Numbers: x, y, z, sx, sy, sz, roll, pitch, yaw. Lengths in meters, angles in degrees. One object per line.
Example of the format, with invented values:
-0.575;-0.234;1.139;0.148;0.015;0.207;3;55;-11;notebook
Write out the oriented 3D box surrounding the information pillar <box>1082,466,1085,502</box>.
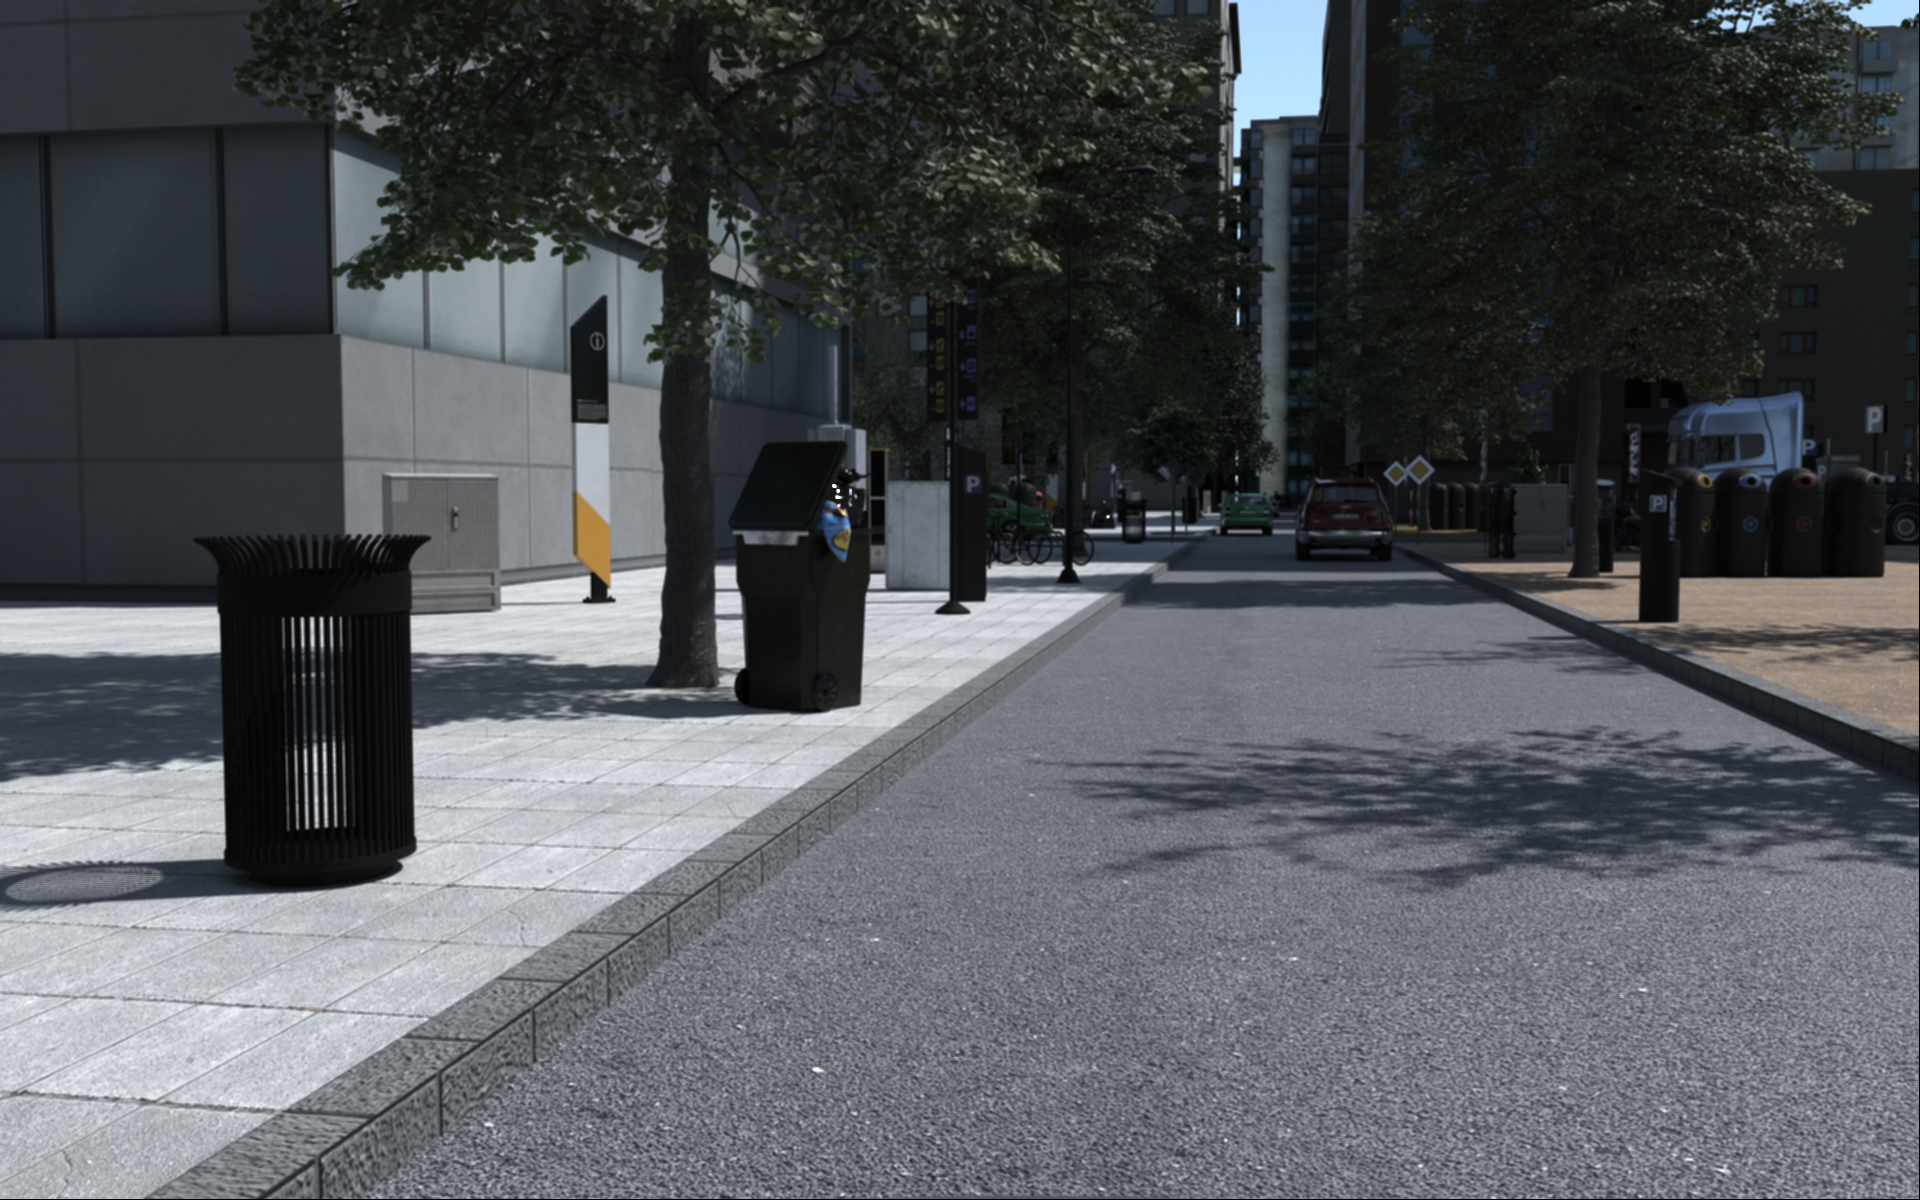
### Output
8.426;-7.677;116.872;0.504;3.616;0.183;1;4;12;information pillar

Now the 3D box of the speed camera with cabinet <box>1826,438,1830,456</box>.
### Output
31.246;-4.081;61.056;0.660;3.252;2.038;-1;4;-18;speed camera with cabinet

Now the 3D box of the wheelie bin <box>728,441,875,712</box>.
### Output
-0.960;-0.157;10.481;0.980;1.594;0.693;2;4;34;wheelie bin

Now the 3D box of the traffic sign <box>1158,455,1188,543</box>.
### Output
5.511;-2.523;44.899;0.795;2.450;0.064;1;4;10;traffic sign

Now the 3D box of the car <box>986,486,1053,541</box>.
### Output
0.306;-2.521;50.007;4.718;1.807;1.959;1;4;9;car

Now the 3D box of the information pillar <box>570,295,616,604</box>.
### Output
-4.318;-1.770;20.297;0.183;3.616;0.504;3;5;41;information pillar

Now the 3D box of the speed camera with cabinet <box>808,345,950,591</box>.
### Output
-0.977;-1.764;23.176;2.038;3.252;0.660;1;4;12;speed camera with cabinet

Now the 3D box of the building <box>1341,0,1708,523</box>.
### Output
25.578;-26.328;80.577;14.600;45.320;14.200;1;4;10;building

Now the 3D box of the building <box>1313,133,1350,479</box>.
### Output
35.982;-22.576;140.812;14.160;30.474;14.107;1;4;10;building

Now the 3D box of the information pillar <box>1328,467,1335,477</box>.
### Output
26.558;-8.096;123.720;0.504;3.616;0.183;1;4;21;information pillar

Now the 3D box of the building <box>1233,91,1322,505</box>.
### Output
49.297;-36.585;217.775;30.456;49.044;23.786;1;4;10;building

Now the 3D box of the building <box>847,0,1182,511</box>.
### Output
8.164;-33.835;142.443;28.713;52.752;27.495;1;4;10;building

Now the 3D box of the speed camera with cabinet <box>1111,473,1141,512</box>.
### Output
11.761;-7.858;122.820;2.038;3.252;0.660;-1;4;-14;speed camera with cabinet

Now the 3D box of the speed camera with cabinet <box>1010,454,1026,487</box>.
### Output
2.518;-5.670;87.047;0.660;3.252;2.038;-2;4;-31;speed camera with cabinet

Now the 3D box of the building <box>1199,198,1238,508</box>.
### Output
18.902;-23.959;163.424;14.160;30.474;14.107;1;4;10;building

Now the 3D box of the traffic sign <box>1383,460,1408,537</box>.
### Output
12.999;-2.937;51.667;0.795;2.450;0.064;1;4;10;traffic sign

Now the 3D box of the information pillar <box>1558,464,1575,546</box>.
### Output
14.887;-2.329;42.570;0.304;2.012;0.304;2;4;35;information pillar

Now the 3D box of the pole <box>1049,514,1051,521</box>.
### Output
3.876;-5.015;75.833;0.158;3.312;0.155;0;3;0;pole

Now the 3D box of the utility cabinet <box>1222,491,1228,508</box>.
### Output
19.121;-7.112;124.953;0.318;1.500;1.173;0;4;1;utility cabinet

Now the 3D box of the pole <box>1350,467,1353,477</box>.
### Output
27.170;-7.725;120.152;0.158;3.312;0.155;0;3;0;pole

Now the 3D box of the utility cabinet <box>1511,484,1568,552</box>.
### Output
12.581;-1.773;37.663;1.173;1.500;0.318;1;4;15;utility cabinet

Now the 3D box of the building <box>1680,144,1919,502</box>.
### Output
40.267;-16.124;108.665;27.650;21.520;28.899;1;4;10;building

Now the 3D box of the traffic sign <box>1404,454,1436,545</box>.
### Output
11.607;-2.456;43.803;0.795;2.450;0.064;1;4;10;traffic sign

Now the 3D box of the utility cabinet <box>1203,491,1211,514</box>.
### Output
15.983;-6.318;111.973;0.318;1.500;1.173;1;4;19;utility cabinet

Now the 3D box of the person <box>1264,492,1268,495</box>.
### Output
31.559;-10.320;178.708;0.415;1.643;0.593;-3;5;-45;person

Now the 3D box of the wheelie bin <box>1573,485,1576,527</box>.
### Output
21.721;-3.233;60.773;0.980;1.594;0.693;3;5;42;wheelie bin

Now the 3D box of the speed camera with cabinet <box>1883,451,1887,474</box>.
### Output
41.875;-5.231;79.857;2.038;3.252;0.660;2;4;25;speed camera with cabinet

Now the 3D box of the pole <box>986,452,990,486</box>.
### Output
1.366;-5.505;83.853;0.158;3.312;0.155;0;3;0;pole

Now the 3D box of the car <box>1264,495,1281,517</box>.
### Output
18.920;-5.842;107.881;2.083;1.381;4.827;1;4;12;car

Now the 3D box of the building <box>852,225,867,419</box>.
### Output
-10.716;-33.229;197.925;28.867;44.769;22.147;1;4;10;building

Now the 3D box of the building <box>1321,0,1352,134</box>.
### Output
43.803;-32.616;156.978;21.300;48.544;21.600;1;4;10;building

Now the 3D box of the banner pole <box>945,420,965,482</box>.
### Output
-0.122;-4.172;58.237;0.863;3.779;0.401;0;4;2;banner pole

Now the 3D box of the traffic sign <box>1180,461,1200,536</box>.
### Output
6.903;-3.004;52.762;0.795;2.450;0.064;1;4;10;traffic sign

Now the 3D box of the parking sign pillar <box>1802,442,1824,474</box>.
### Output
44.197;-6.218;90.143;1.447;3.967;1.447;2;4;29;parking sign pillar

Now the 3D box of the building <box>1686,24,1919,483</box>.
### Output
84.285;-34.272;179.952;30.456;49.044;23.786;1;4;10;building

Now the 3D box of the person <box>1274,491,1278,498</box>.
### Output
33.694;-10.751;185.014;0.721;1.736;1.217;-1;4;-23;person

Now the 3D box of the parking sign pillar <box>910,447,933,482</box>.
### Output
-2.225;-6.812;99.849;1.447;3.967;1.447;1;4;23;parking sign pillar

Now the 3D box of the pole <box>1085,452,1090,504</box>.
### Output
6.227;-5.554;84.646;0.158;3.312;0.155;0;3;0;pole

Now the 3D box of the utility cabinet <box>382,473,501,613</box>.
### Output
-5.566;-0.609;18.633;1.173;1.500;0.318;-3;4;-36;utility cabinet

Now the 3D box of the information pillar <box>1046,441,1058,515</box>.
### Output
3.845;-4.940;72.121;0.504;3.616;0.183;0;4;0;information pillar

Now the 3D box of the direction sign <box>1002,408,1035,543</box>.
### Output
1.540;-3.270;45.459;0.876;3.537;0.379;1;4;12;direction sign

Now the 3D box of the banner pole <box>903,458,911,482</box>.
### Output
-3.102;-7.121;106.452;0.863;3.779;0.401;0;4;-7;banner pole

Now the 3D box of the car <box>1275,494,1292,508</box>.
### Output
32.716;-10.126;175.345;2.009;1.686;4.222;1;4;9;car

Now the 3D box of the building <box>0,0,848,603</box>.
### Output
-16.741;-27.215;34.202;27.495;52.752;28.713;1;4;10;building

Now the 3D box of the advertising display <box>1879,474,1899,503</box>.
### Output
30.249;-3.148;56.684;0.123;1.923;0.974;-1;4;-20;advertising display

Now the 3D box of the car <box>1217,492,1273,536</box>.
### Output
10.059;-3.193;61.008;1.959;1.807;4.718;0;4;8;car

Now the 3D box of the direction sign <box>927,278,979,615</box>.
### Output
-0.078;-1.622;18.509;0.379;3.537;0.876;-3;4;-38;direction sign

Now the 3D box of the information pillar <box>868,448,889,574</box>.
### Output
-1.309;-1.434;27.941;0.304;2.012;0.304;0;4;4;information pillar

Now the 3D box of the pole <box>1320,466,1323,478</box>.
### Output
25.835;-7.948;123.796;0.158;3.312;0.155;0;3;0;pole

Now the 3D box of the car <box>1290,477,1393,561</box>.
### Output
8.578;-1.850;38.915;2.281;1.827;5.304;1;4;10;car

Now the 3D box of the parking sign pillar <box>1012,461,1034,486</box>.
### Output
3.668;-6.882;100.995;1.447;3.967;1.447;-2;4;-33;parking sign pillar
